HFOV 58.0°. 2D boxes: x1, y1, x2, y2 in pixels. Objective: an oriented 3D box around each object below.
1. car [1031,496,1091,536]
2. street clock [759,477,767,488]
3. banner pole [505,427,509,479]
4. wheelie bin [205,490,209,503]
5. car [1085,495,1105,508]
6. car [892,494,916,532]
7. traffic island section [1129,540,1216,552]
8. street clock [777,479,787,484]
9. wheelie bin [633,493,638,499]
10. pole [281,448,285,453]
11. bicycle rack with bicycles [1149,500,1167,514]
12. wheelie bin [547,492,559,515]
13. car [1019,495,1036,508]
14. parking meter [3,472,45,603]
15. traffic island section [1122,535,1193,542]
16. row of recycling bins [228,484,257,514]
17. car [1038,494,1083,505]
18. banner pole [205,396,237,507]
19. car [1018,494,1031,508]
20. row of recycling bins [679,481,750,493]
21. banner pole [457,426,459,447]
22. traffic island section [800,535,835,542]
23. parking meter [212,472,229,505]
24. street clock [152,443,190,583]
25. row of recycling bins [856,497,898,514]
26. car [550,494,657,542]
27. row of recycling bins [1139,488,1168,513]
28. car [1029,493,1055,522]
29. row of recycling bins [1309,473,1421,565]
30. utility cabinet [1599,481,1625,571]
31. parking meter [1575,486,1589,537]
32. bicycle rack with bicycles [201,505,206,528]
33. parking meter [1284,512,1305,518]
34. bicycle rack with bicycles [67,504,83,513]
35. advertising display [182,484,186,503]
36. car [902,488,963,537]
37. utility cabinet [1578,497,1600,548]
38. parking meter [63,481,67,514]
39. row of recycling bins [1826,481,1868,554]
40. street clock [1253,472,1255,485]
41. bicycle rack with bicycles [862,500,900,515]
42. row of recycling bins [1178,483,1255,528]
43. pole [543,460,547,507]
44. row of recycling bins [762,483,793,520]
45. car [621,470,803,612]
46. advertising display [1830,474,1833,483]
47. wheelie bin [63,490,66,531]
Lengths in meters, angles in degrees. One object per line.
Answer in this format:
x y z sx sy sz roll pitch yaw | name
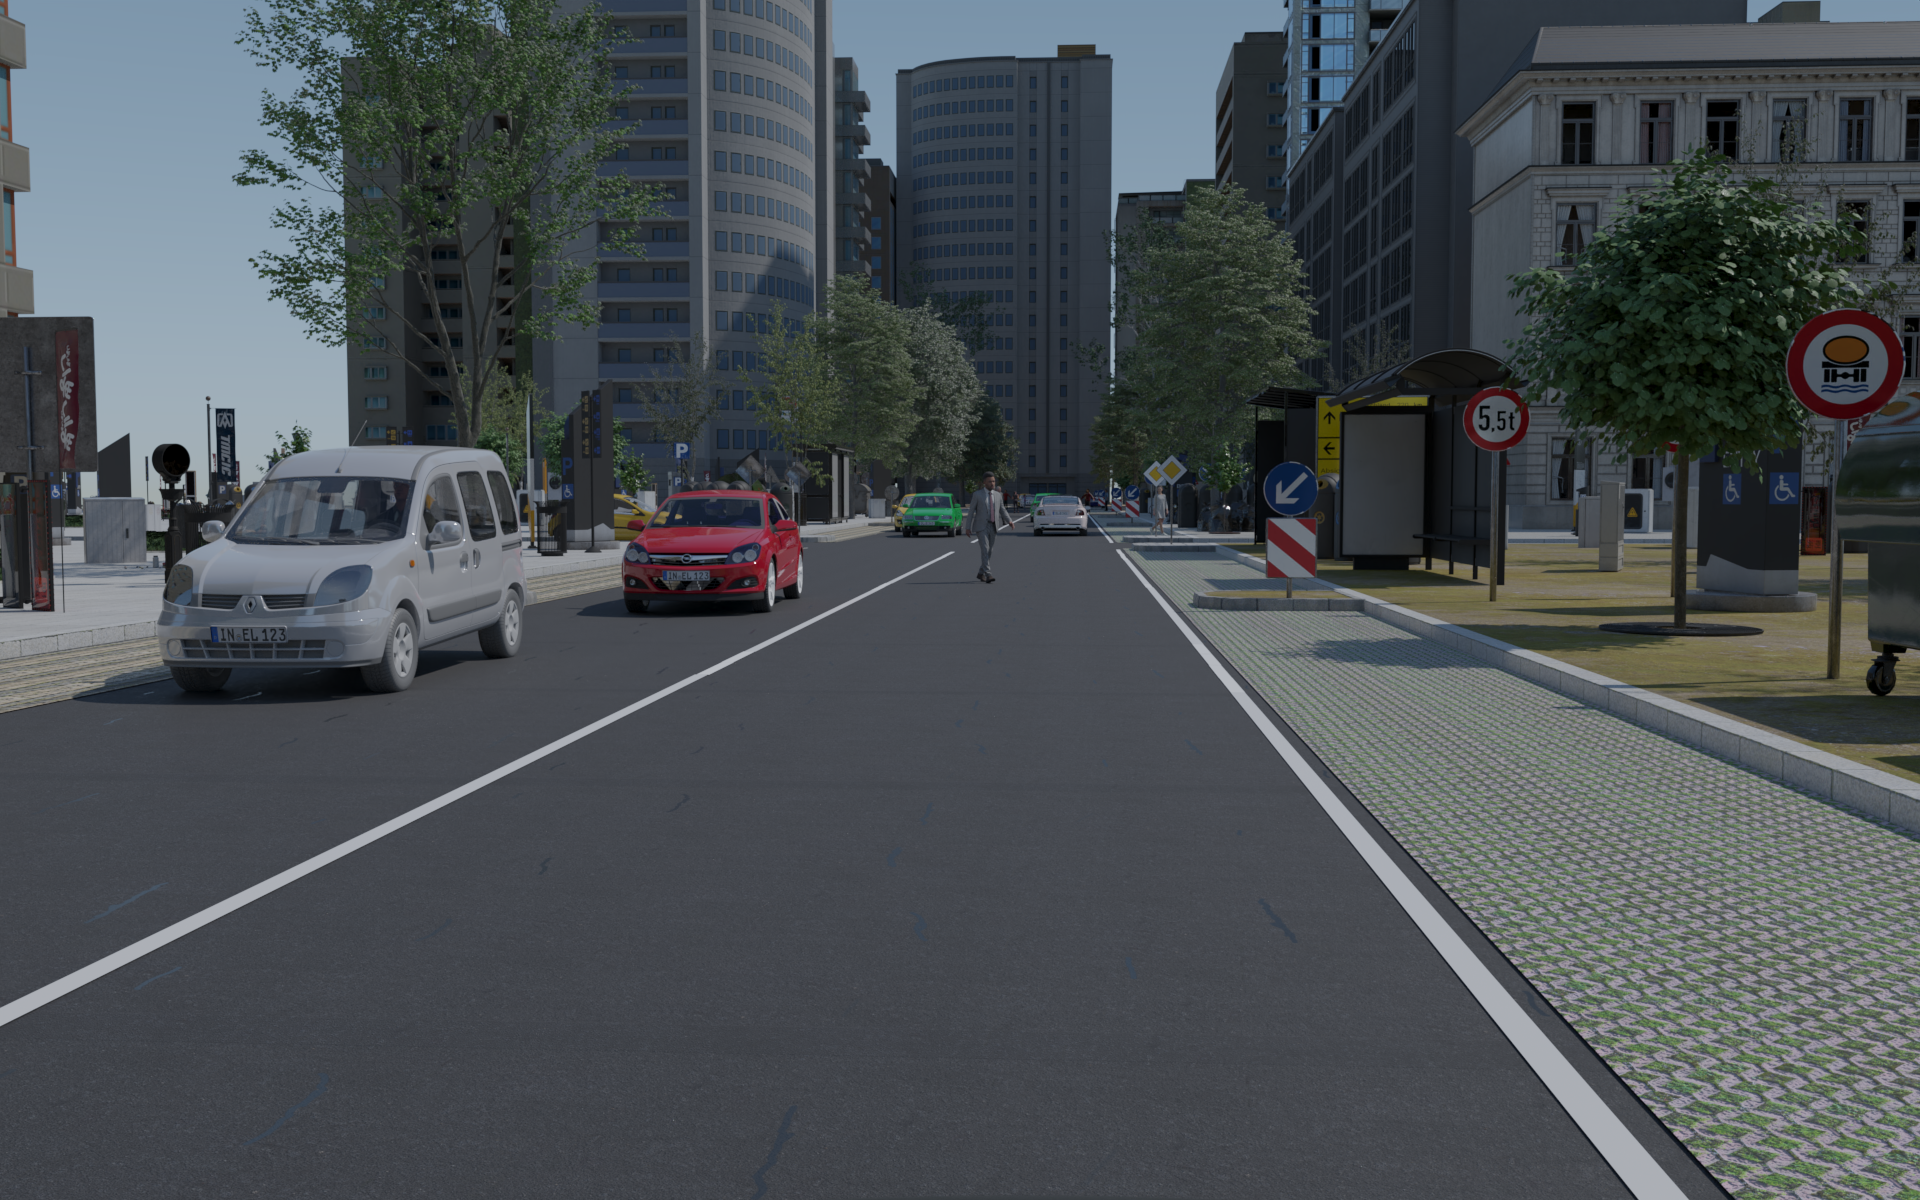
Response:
3.522 -2.943 60.477 2.083 1.381 4.827 0 4 4 | car
-8.522 -4.294 74.772 0.358 2.002 0.471 1 4 11 | street clock
-16.957 -4.580 64.901 0.401 3.779 0.863 -1 4 -12 | banner pole
-42.953 -5.618 99.765 0.980 1.594 0.693 0 4 -2 | wheelie bin
12.838 -9.256 163.909 1.945 1.354 3.894 0 4 2 | car
-1.551 -3.457 66.741 2.015 1.641 3.980 0 4 4 | car
5.397 -1.332 44.059 2.009 0.180 2.903 0 4 4 | traffic island section
-8.598 -4.831 83.560 0.471 2.002 0.358 2 4 27 | street clock
-19.228 -5.703 101.155 0.693 1.594 0.980 2 4 33 | wheelie bin
-30.007 -5.077 76.853 0.158 3.312 0.155 0 3 0 | pole
12.857 -5.586 104.715 2.925 0.926 2.852 0 4 -6 | bicycle rack with bicycles
-24.665 -5.931 104.880 0.980 1.594 0.693 2 4 28 | wheelie bin
7.196 -10.237 179.731 2.083 1.381 4.827 0 4 4 | car
-11.049 -0.903 20.470 0.399 1.863 0.255 0 4 -8 | parking meter
5.908 -1.819 52.028 2.009 0.180 2.903 0 4 4 | traffic island section
-28.628 -3.930 71.376 3.534 1.692 1.069 -2 4 -35 | row of recycling bins
4.485 -4.135 77.390 2.009 1.686 4.222 0 4 2 | car
-18.954 -3.323 44.345 0.863 3.779 0.401 -1 4 -16 | banner pole
6.995 -10.699 185.158 2.015 1.641 3.980 0 4 4 | car
-7.808 -2.936 55.112 1.069 1.692 3.534 -3 5 -40 | row of recycling bins
-13.145 -3.410 45.775 0.401 3.779 0.863 -2 4 -35 | banner pole
-4.911 -1.862 52.724 2.009 0.180 2.903 0 4 4 | traffic island section
-19.524 -2.445 45.692 0.255 1.863 0.399 2 4 28 | parking meter
-11.286 -1.239 24.825 0.358 2.002 0.471 2 4 28 | street clock
-5.493 -6.302 110.157 3.534 1.692 1.069 2 4 27 | row of recycling bins
-9.394 -2.319 48.133 3.980 1.641 2.015 0 4 4 | car
13.769 -6.691 116.508 3.534 1.692 1.069 1 4 15 | row of recycling bins
4.524 -4.894 88.810 1.959 1.807 4.718 0 4 4 | car
7.680 -1.577 32.903 1.069 1.692 3.534 -1 4 -14 | row of recycling bins
10.907 -1.239 28.935 0.318 1.500 1.173 2 4 25 | utility cabinet
18.790 -2.684 52.301 0.372 1.533 0.369 0 3 0 | parking meter
-24.704 -2.702 57.553 2.925 0.926 2.852 -1 4 -20 | bicycle rack with bicycles
6.811 -1.813 35.348 0.399 1.863 0.255 -1 4 -13 | parking meter
-53.748 -5.670 106.093 2.925 0.926 2.852 -1 4 -11 | bicycle rack with bicycles
-51.693 -6.762 115.777 0.123 1.923 0.974 0 4 -2 | advertising display
-0.912 -3.057 58.771 1.959 1.807 4.718 0 4 5 | car
15.327 -1.852 41.447 1.020 1.237 0.306 -1 4 -13 | utility cabinet
-40.415 -4.421 77.987 0.255 1.863 0.399 0 4 -8 | parking meter
20.664 -1.890 38.011 3.534 1.692 1.069 -1 4 -16 | row of recycling bins
9.337 -3.019 53.932 0.358 2.002 0.471 -2 4 -28 | street clock
-4.424 -5.582 104.644 2.852 0.926 2.925 3 5 42 | bicycle rack with bicycles
9.935 -3.577 65.602 3.534 1.692 1.069 2 4 25 | row of recycling bins
-23.554 -6.386 98.251 0.158 3.312 0.155 0 3 0 | pole
-7.747 -3.340 61.722 3.534 1.692 1.069 -1 4 -10 | row of recycling bins
-3.115 -0.813 22.328 2.155 1.783 4.494 0 4 2 | car
28.972 -3.170 57.045 0.974 1.923 0.123 -2 4 -30 | advertising display
-31.620 -3.218 60.520 0.693 1.594 0.980 -3 4 -37 | wheelie bin
